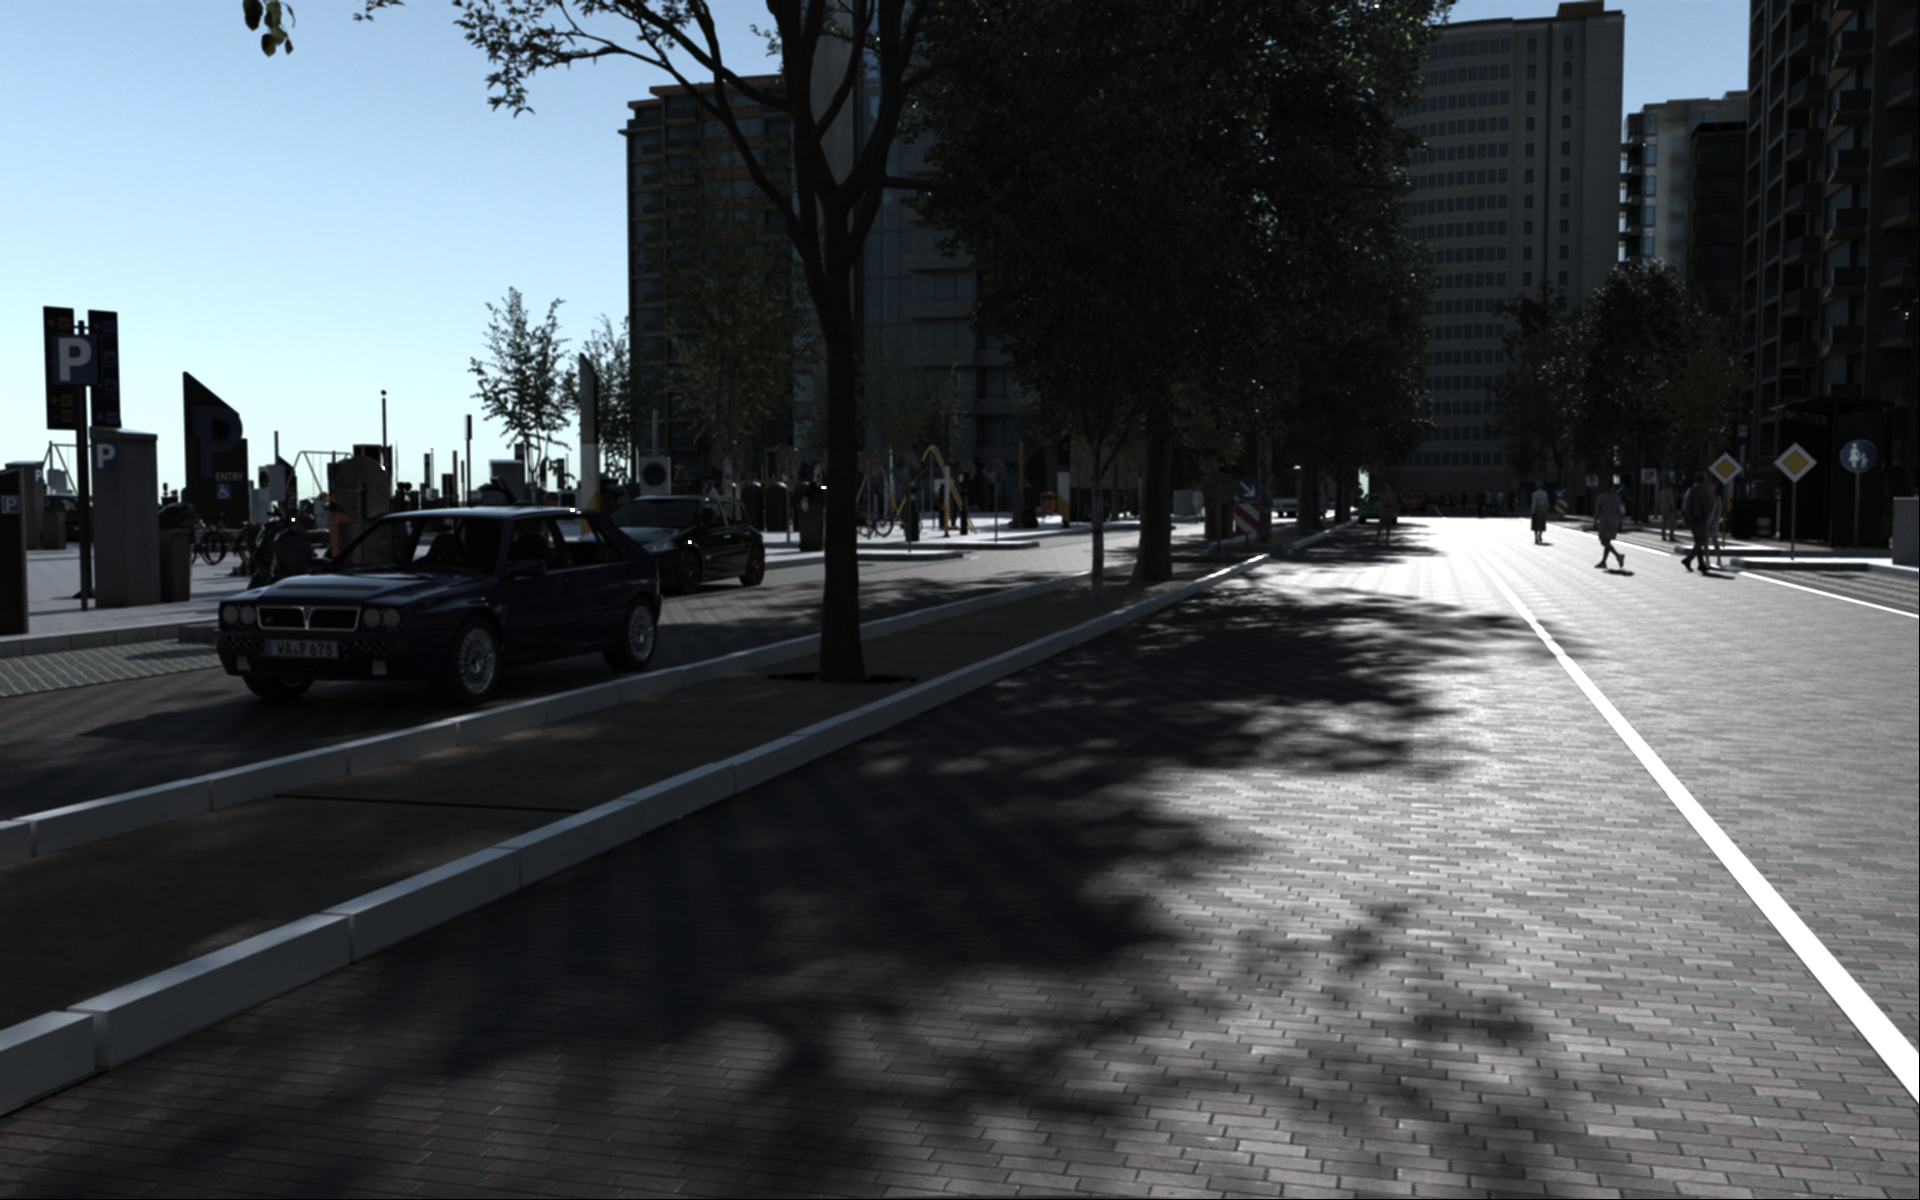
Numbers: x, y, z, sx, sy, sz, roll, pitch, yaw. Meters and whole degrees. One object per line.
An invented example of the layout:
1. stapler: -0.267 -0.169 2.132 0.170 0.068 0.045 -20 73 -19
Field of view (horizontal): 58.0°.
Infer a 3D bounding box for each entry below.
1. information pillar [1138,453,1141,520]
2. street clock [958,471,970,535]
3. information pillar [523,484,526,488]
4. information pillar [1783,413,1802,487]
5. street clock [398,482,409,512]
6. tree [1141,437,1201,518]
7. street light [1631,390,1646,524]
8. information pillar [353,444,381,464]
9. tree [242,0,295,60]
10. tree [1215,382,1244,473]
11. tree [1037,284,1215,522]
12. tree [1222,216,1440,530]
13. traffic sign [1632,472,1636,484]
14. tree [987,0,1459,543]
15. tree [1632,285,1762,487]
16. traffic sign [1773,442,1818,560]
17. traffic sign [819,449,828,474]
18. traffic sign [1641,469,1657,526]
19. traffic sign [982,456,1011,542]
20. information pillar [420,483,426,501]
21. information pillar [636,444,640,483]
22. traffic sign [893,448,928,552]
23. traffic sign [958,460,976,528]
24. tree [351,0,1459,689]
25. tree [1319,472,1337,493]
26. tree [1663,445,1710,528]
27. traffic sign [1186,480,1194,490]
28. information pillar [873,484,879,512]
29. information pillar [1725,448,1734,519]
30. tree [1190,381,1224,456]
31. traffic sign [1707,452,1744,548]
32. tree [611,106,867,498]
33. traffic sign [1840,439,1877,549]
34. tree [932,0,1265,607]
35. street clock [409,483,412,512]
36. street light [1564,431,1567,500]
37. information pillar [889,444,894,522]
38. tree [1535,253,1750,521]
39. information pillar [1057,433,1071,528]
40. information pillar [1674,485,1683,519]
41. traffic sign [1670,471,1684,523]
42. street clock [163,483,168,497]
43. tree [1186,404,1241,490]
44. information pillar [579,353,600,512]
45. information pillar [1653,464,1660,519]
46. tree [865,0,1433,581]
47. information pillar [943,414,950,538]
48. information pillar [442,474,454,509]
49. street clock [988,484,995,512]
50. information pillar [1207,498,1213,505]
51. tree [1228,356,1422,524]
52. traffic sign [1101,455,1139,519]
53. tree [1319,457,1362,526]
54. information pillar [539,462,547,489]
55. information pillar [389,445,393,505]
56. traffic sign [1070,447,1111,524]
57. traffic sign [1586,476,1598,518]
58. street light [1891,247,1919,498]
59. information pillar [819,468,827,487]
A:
1. information pillar: 9.043 -5.843 86.886 0.183 3.616 0.504 0 4 3
2. street clock: 0.121 -3.045 54.361 0.358 2.002 0.471 -1 4 -23
3. information pillar: -32.707 -7.691 130.234 0.304 2.012 0.304 3 4 36
4. information pillar: 23.310 -3.498 48.549 0.504 3.616 0.183 1 4 19
5. street clock: -33.659 -6.103 104.346 0.358 2.002 0.471 1 4 23
6. tree: 11.309 -6.712 93.449 4.285 4.588 4.351 0 3 0
7. street light: 29.434 -6.265 75.214 0.468 5.910 1.993 1 4 15
8. information pillar: -8.799 -1.301 25.762 0.304 2.012 0.304 3 5 45
9. tree: -2.965 -3.170 4.648 4.360 8.622 3.978 0 3 0
10. tree: 14.212 -11.396 104.454 7.486 12.596 7.792 0 3 0
11. tree: 7.212 -9.934 80.544 7.486 12.596 7.792 0 3 0
12. tree: 14.184 -9.149 69.050 9.611 12.733 9.660 0 3 0
13. traffic sign: 37.773 -5.890 96.402 0.768 2.556 0.104 1 4 19
14. tree: 7.502 -11.645 48.735 12.611 20.169 13.585 0 3 0
15. tree: 25.800 -6.715 60.160 4.737 8.622 4.395 0 3 0
16. traffic sign: 16.131 -1.827 33.511 0.795 2.450 0.064 1 4 15
17. traffic sign: -3.516 -2.886 47.299 0.768 2.556 0.104 1 4 22
18. traffic sign: 27.792 -4.146 69.910 0.606 2.300 0.079 1 4 16
19. traffic sign: 0.961 -2.581 45.842 0.795 2.450 0.064 1 4 15
20. information pillar: -36.071 -6.845 116.409 0.304 2.012 0.304 1 4 17
21. information pillar: -15.158 -5.523 81.648 0.183 3.616 0.504 -1 4 -22
22. traffic sign: -1.103 -2.109 38.127 0.795 2.450 0.064 1 4 15
23. traffic sign: 0.241 -3.961 64.862 0.768 2.556 0.104 2 4 25
24. tree: -0.911 -6.107 12.676 12.009 13.543 11.850 0 3 0
25. tree: 22.230 -9.051 100.797 4.360 8.622 3.978 0 3 0
26. tree: 28.204 -4.405 66.629 1.663 3.219 1.824 0 3 0
27. traffic sign: 15.877 -7.297 119.306 0.884 2.594 0.081 1 4 17
28. information pillar: -6.007 -7.308 123.971 0.304 2.012 0.304 -3 5 -43
29. information pillar: 39.283 -5.930 88.311 0.183 3.616 0.504 0 4 -2
30. tree: 20.061 -12.282 126.572 9.928 11.665 9.643 0 3 0
31. traffic sign: 18.196 -2.299 41.226 0.795 2.450 0.064 1 4 15
32. tree: -4.337 -5.117 34.024 4.737 8.622 4.395 0 3 0
33. traffic sign: 20.910 -2.462 40.353 0.768 2.556 0.104 1 4 23
34. tree: 1.711 -4.190 21.334 4.737 8.622 4.395 0 3 0
35. street clock: -34.082 -6.258 106.883 0.358 2.002 0.471 3 5 44
36. street light: 39.511 -8.571 112.927 0.468 5.910 1.993 1 4 15
37. information pillar: -3.153 -5.446 80.399 0.183 3.616 0.504 -1 4 -16
38. tree: 32.622 -10.146 82.890 9.611 12.733 9.660 0 3 0
39. information pillar: 3.925 -4.522 65.289 0.504 3.616 0.183 2 4 27
40. information pillar: 36.552 -5.117 88.160 0.304 2.012 0.304 0 4 -1
41. traffic sign: 31.314 -4.498 75.672 0.606 2.300 0.079 2 4 24
42. street clock: -51.894 -6.642 113.165 0.358 2.002 0.471 -1 4 -18
43. tree: 16.772 -10.089 115.320 4.360 8.622 3.978 0 3 0
44. information pillar: -6.135 -2.282 28.672 0.183 3.616 0.504 -3 5 -42
45. information pillar: 35.741 -5.960 88.796 0.183 3.616 0.504 3 4 36
46. tree: 3.214 -7.297 28.412 9.857 13.997 8.962 0 3 0
47. information pillar: -0.385 -3.662 51.222 0.183 3.616 0.504 0 4 8
48. information pillar: -18.492 -3.553 62.576 0.304 2.012 0.304 2 4 32
49. street clock: 2.230 -7.111 120.827 0.471 2.002 0.358 2 4 26
50. information pillar: 16.192 -6.584 112.147 0.304 2.012 0.304 2 4 28
51. tree: 18.425 -9.507 83.656 9.928 11.665 9.643 0 3 0
52. traffic sign: 8.067 -5.766 88.139 2.265 3.308 0.079 1 4 19
53. tree: 16.193 -7.575 76.665 4.737 8.622 4.395 0 3 0
54. information pillar: -27.504 -7.521 114.319 0.504 3.616 0.183 -3 5 -40
55. information pillar: -26.918 -5.539 81.923 0.183 3.616 0.504 0 4 -6
56. traffic sign: 5.406 -4.950 74.799 2.265 3.308 0.079 1 4 17
57. traffic sign: 34.346 -5.628 94.146 0.606 2.300 0.079 1 4 20
58. street light: 17.930 -3.660 32.621 0.468 5.910 1.993 1 4 15
59. information pillar: -3.819 -2.730 49.121 0.304 2.012 0.304 -1 4 -9
